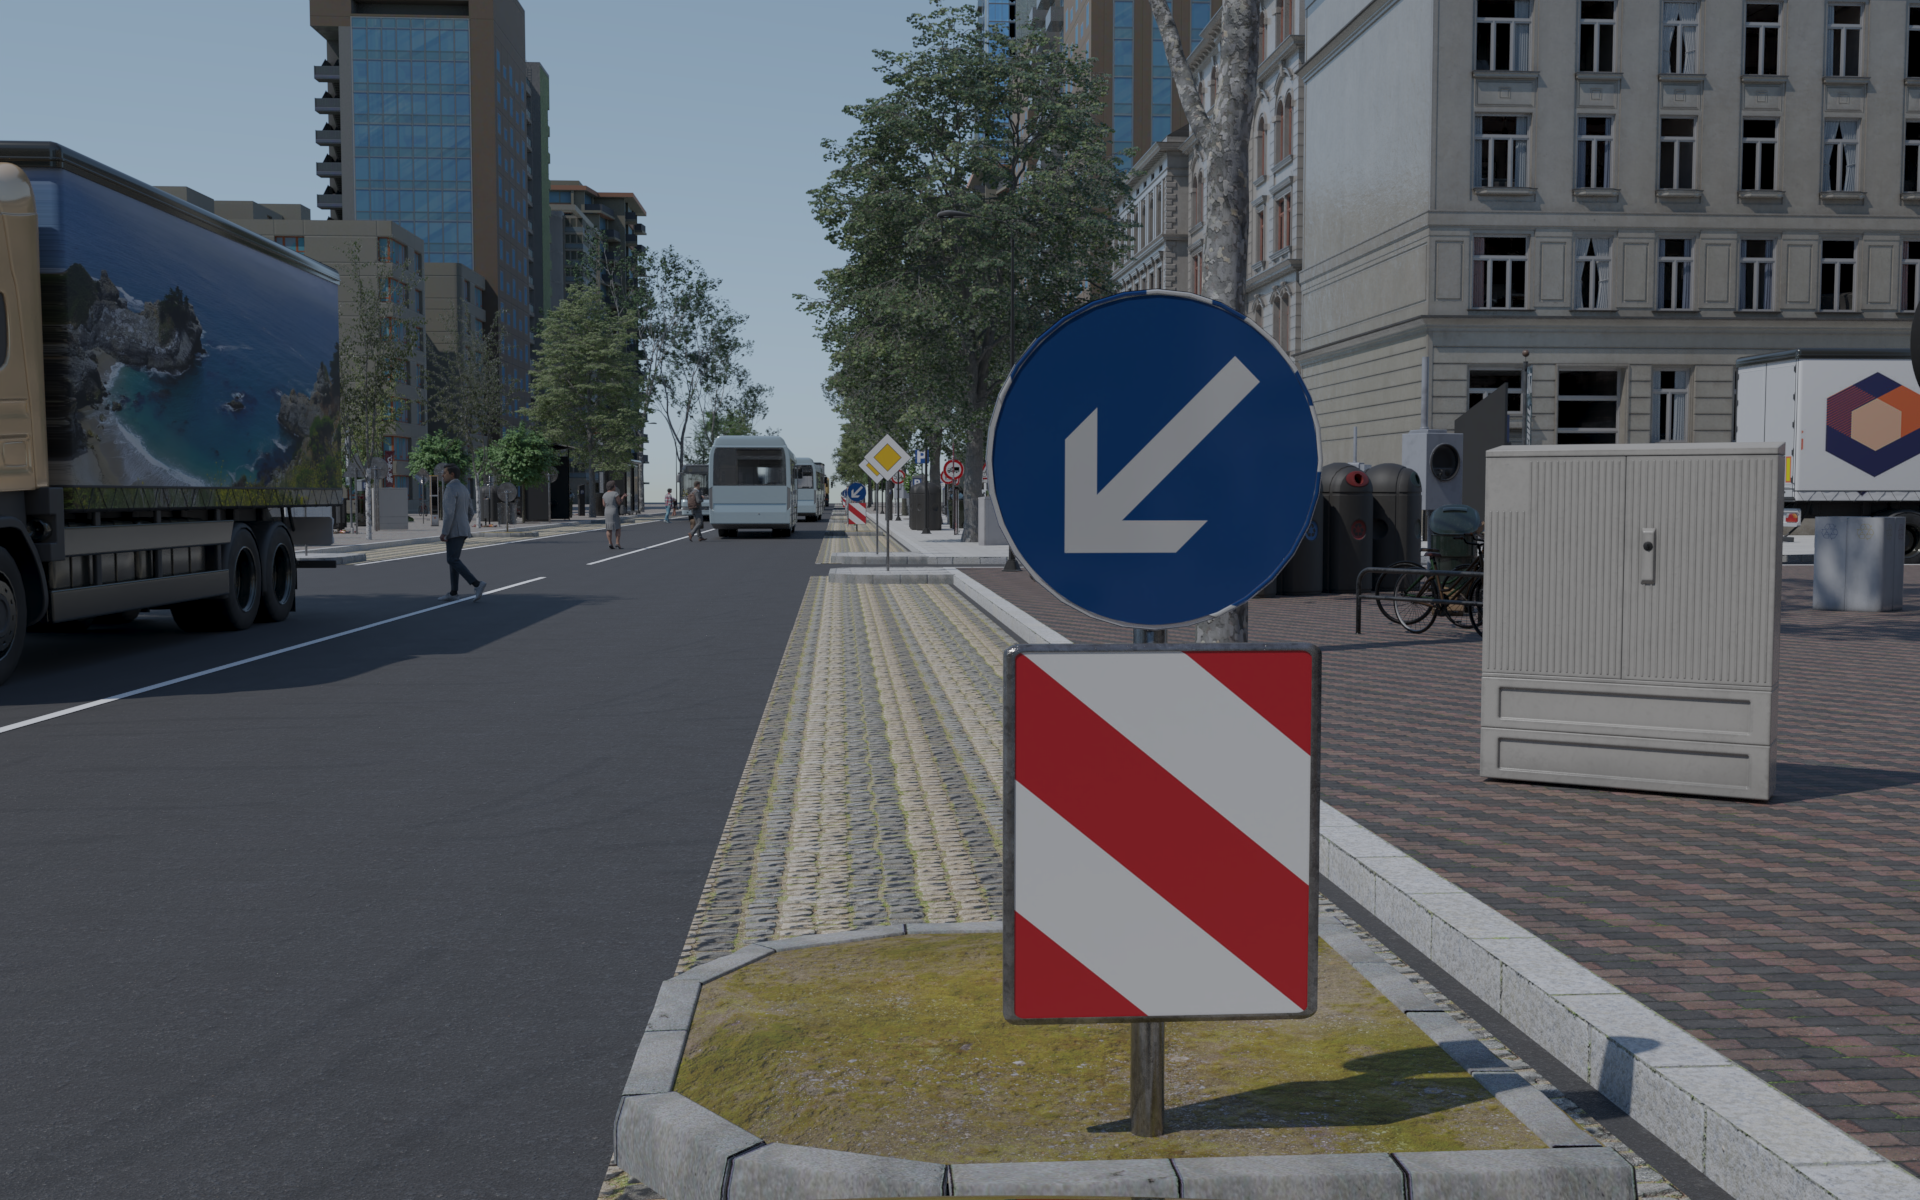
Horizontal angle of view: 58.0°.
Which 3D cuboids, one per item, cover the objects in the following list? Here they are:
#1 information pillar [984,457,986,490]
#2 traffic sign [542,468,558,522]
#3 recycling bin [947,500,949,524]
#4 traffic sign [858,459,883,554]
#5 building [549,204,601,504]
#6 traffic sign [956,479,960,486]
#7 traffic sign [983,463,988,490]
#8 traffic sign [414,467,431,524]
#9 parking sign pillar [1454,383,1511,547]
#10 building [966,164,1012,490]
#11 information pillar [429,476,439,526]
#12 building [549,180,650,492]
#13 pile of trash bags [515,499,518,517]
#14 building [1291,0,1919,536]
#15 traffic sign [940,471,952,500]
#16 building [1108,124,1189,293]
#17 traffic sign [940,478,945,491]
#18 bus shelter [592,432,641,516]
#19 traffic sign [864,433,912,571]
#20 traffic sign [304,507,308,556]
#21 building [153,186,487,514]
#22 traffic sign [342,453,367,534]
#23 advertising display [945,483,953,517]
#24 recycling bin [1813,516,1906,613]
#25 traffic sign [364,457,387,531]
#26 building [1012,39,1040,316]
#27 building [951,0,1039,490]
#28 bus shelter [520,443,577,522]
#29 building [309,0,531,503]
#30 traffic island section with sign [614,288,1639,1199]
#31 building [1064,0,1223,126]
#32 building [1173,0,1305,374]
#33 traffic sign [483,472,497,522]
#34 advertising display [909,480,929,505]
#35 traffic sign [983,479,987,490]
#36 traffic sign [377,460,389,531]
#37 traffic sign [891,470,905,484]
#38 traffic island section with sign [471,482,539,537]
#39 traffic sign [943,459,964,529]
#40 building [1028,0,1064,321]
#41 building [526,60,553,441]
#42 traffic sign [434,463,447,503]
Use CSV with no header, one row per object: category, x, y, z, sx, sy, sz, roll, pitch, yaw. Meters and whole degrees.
information pillar,1.251,-5.576,82.522,0.183,3.616,0.504,-1,4,-14
traffic sign,-18.593,-4.789,78.413,0.768,2.556,0.104,0,4,0
recycling bin,-0.096,-3.733,73.595,0.722,1.027,0.722,-1,4,-23
traffic sign,-1.759,-2.023,36.723,0.795,2.450,0.064,0,4,-4
building,-58.842,-32.141,217.391,32.217,40.220,23.993,0,4,-4
traffic sign,-0.399,-6.836,111.866,0.768,2.556,0.104,0,4,-3
traffic sign,1.029,-3.869,63.268,0.884,2.594,0.081,0,4,-2
traffic sign,-23.146,-4.494,74.660,0.795,2.450,0.064,0,4,3
parking sign pillar,12.809,-3.304,42.490,1.447,3.967,1.447,3,5,40
building,12.196,-34.971,226.395,22.147,44.769,28.867,0,4,-4
information pillar,-20.881,-3.932,68.776,0.304,2.012,0.304,-2,4,-25
building,-55.922,-36.047,243.986,22.147,44.769,28.867,0,4,-4
pile of trash bags,-24.217,-5.393,97.929,1.912,1.369,3.447,-1,4,-14
building,27.850,-13.888,60.360,30.059,22.955,16.112,0,4,-4
traffic sign,-0.606,-5.308,86.896,0.768,2.556,0.104,0,4,-3
building,15.300,-16.787,103.339,11.050,23.489,19.941,0,4,-4
traffic sign,-1.069,-5.862,97.967,0.606,2.300,0.079,0,4,-1
bus shelter,-20.827,-7.763,104.548,2.179,5.291,8.768,0,4,-4
traffic sign,-1.202,-1.536,28.757,0.795,2.450,0.064,0,4,-4
traffic sign,-13.576,-1.974,35.919,0.795,2.450,0.064,0,4,-4
building,-50.667,-17.015,123.231,27.650,21.520,28.899,0,4,-4
traffic sign,-19.181,-3.364,55.010,0.884,2.594,0.081,0,4,-1
advertising display,-0.596,-5.546,95.889,0.123,1.923,0.974,1,4,23
recycling bin,9.956,-0.405,19.183,0.722,1.027,0.722,-3,5,-43
traffic sign,-20.048,-3.628,59.426,0.768,2.556,0.104,0,4,-2
building,12.625,-31.656,167.694,14.600,45.320,14.200,0,4,-4
building,10.290,-57.631,254.939,22.319,86.520,31.000,0,4,-4
bus shelter,-19.579,-5.583,82.558,1.731,3.624,6.357,0,4,-4
building,-44.282,-30.242,144.560,14.600,45.320,14.200,0,4,-4
traffic island section with sign,0.225,0.274,4.145,1.989,1.847,2.006,0,4,-4
building,15.097,-28.932,123.148,14.600,45.320,14.200,0,4,-4
building,19.013,-17.999,81.681,14.401,28.519,23.554,0,4,-4
traffic sign,-21.566,-4.731,79.482,0.606,2.300,0.079,0,4,-1
advertising display,-1.923,-4.652,81.274,0.974,1.923,0.123,-2,4,-28
traffic sign,1.259,-4.938,80.846,0.768,2.556,0.104,0,3,0
traffic sign,-20.452,-3.715,60.843,0.768,2.556,0.104,0,4,-1
traffic sign,-3.178,-5.450,89.206,0.768,2.556,0.104,0,4,3
traffic island section with sign,-15.149,-3.008,57.802,1.989,1.847,2.006,0,4,-4
traffic sign,-0.233,-3.866,63.314,0.768,2.556,0.104,0,4,3
building,17.611,-32.168,145.550,23.786,49.044,30.456,0,4,-4
building,-45.616,-29.061,158.743,14.154,41.232,14.086,0,4,-4
traffic sign,-20.948,-4.289,70.223,0.768,2.556,0.104,0,4,-1
